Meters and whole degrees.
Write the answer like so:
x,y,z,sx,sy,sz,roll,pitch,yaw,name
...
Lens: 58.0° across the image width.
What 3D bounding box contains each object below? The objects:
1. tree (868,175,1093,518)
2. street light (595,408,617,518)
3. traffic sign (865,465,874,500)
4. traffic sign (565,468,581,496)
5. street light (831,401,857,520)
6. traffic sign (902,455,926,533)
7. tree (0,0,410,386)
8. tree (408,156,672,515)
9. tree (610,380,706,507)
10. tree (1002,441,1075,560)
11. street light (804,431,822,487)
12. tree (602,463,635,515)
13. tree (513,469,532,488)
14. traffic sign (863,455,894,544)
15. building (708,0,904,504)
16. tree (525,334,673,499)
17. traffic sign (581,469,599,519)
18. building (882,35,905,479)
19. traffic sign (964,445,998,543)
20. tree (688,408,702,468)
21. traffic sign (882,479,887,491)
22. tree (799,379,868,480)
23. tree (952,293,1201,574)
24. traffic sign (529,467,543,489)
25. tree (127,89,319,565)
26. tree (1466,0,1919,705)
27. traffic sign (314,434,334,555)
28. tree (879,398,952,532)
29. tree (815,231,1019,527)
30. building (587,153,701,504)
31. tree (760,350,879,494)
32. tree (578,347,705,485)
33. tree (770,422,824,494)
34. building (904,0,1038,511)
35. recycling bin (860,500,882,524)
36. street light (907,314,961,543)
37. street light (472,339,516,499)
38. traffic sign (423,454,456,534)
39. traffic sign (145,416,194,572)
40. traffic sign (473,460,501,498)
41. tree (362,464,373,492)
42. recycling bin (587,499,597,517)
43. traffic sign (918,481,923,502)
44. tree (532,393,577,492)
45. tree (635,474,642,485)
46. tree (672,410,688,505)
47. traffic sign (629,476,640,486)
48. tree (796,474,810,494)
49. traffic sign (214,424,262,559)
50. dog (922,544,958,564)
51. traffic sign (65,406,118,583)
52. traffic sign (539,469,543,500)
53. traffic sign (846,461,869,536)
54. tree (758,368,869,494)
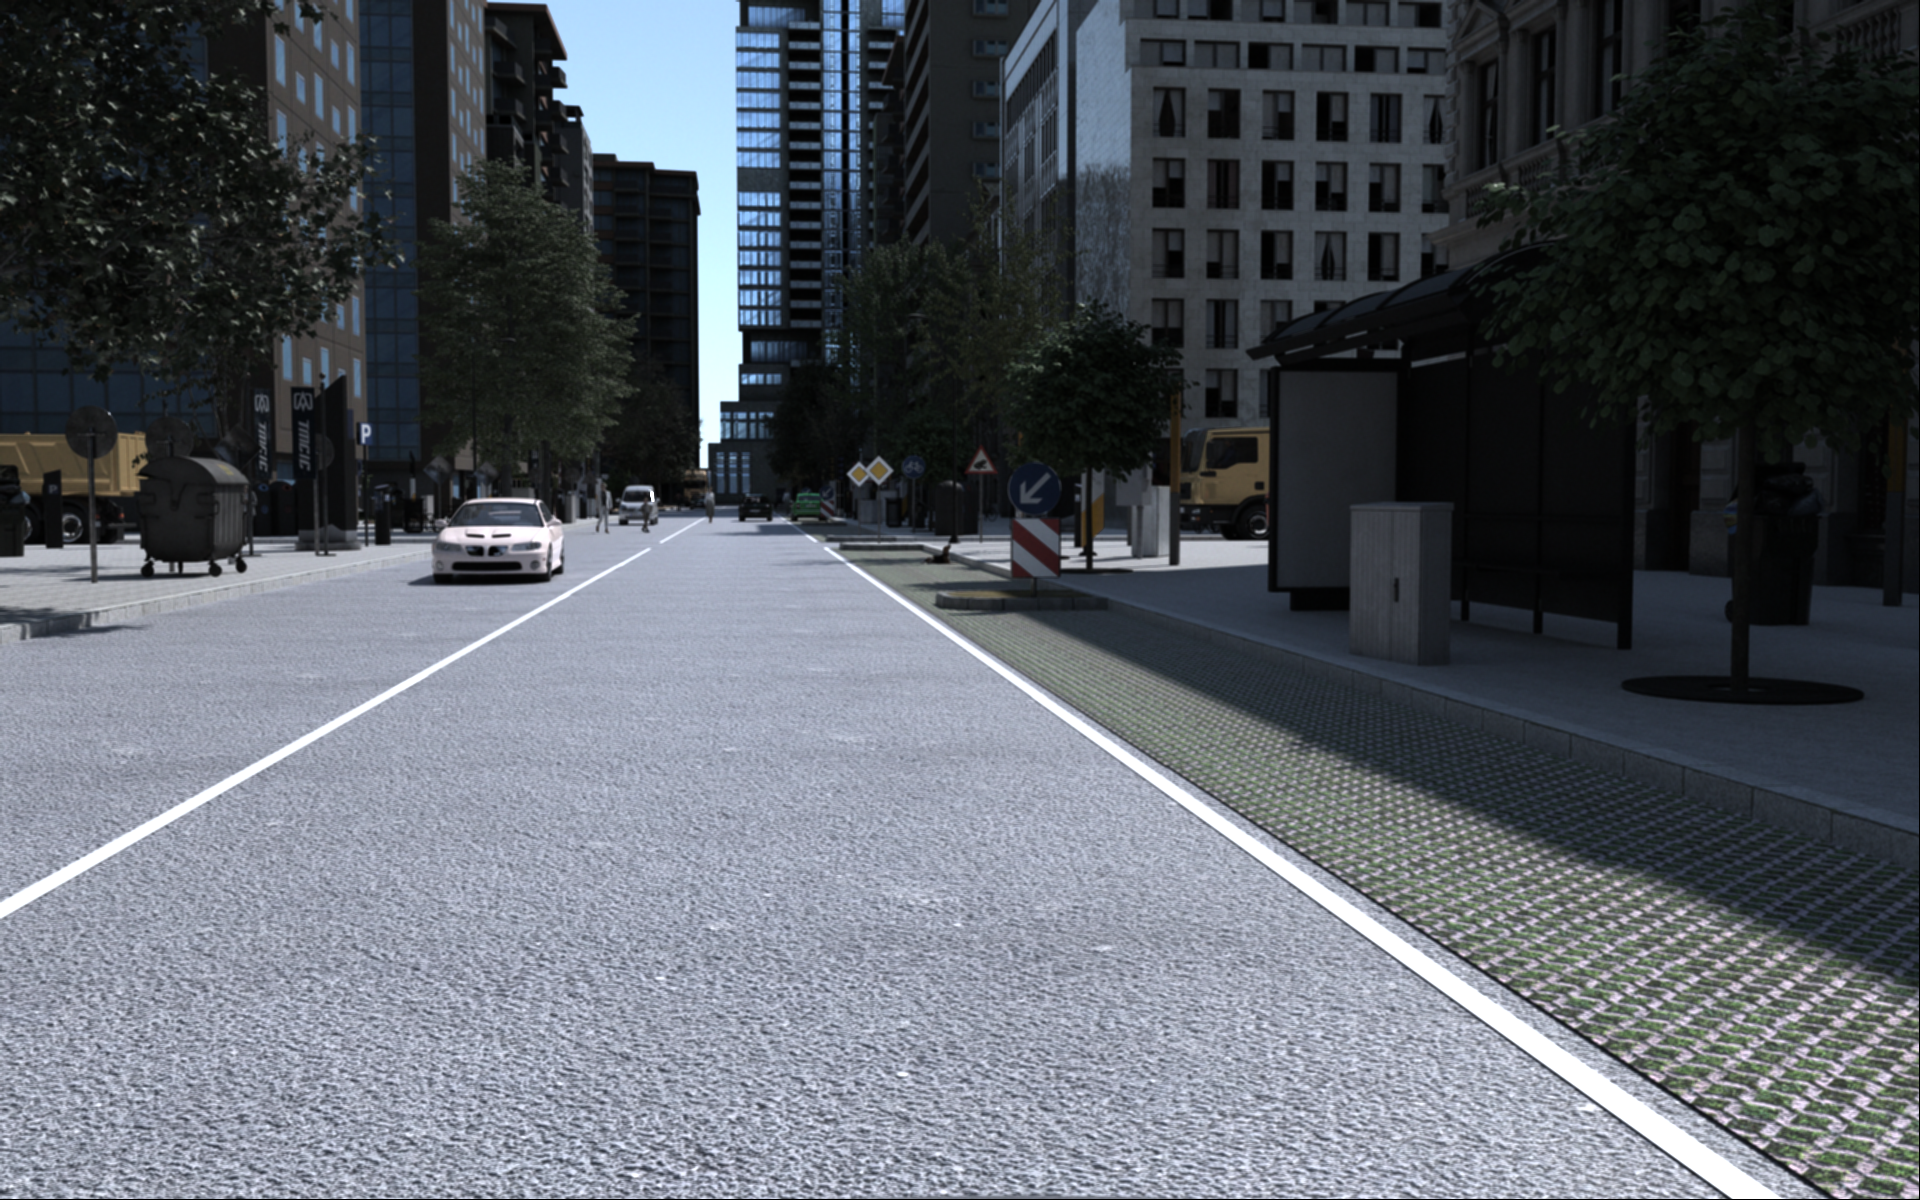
x,y,z,sx,sy,sz,roll,pitch,yaw,name
1.193,-5.454,39.531,4.737,8.622,4.395,0,3,0,tree
-18.927,-7.373,93.092,1.470,5.913,1.316,0,4,-7,street light
-4.161,-4.721,77.184,0.884,2.594,0.081,0,4,-5,traffic sign
-18.756,-5.123,83.872,0.768,2.556,0.104,0,4,-5,traffic sign
-5.714,-6.943,86.067,1.470,5.913,1.316,0,4,-7,street light
-1.510,-3.461,56.698,0.768,2.556,0.104,0,4,-4,traffic sign
-11.319,-6.197,18.328,9.611,12.733,9.660,0,3,0,tree
-15.125,-8.604,58.798,7.486,12.596,7.792,0,3,0,tree
-30.413,-15.719,174.010,9.611,12.733,9.660,0,3,0,tree
1.547,-2.428,34.298,1.663,3.219,1.824,0,3,0,tree
-10.711,-9.439,126.871,1.470,5.913,1.316,0,4,-7,street light
-21.878,-6.990,108.894,1.663,3.219,1.824,0,3,0,tree
-29.327,-7.342,114.646,1.663,3.219,1.824,0,3,0,tree
-2.099,-2.518,44.816,0.795,2.450,0.064,0,4,-7,traffic sign
-17.625,-55.997,228.214,31.000,86.520,22.319,0,4,-7,building
-21.049,-10.113,99.755,8.767,10.594,7.601,-3,5,-39,tree
-19.197,-5.496,89.867,0.884,2.594,0.081,0,4,-4,traffic sign
3.975,-31.322,166.745,22.147,44.769,28.867,0,4,-7,building
0.551,-2.779,45.436,0.884,2.594,0.081,0,4,-4,traffic sign
-33.918,-17.372,202.164,7.486,12.596,7.792,0,3,0,tree
-4.066,-5.648,92.449,0.768,2.556,0.104,0,4,1,traffic sign
-8.253,-10.080,115.165,4.360,8.622,3.978,0,3,0,tree
2.220,-2.735,28.432,4.285,4.588,4.351,0,3,0,tree
-20.154,-5.037,82.467,0.768,2.556,0.104,0,4,-2,traffic sign
-13.457,-4.962,31.483,4.360,8.622,3.978,0,3,0,tree
5.097,-1.670,11.022,4.285,4.588,4.351,0,3,0,tree
-13.591,-2.229,36.543,0.768,2.556,0.104,0,4,-1,traffic sign
-0.942,-4.610,59.090,4.285,4.588,4.351,0,3,0,tree
-1.719,-8.666,67.448,9.928,11.665,9.643,0,3,0,tree
-48.320,-34.898,225.206,28.867,44.769,22.147,0,4,-7,building
-11.313,-13.533,138.279,9.611,12.733,9.660,0,3,0,tree
-26.200,-14.232,143.071,12.009,13.543,11.850,0,3,0,tree
-17.496,-16.860,193.794,7.486,12.596,7.792,0,3,0,tree
7.044,-31.652,141.211,21.300,48.544,21.600,0,4,-7,building
-3.863,-3.817,74.962,0.722,1.027,0.722,3,4,38,recycling bin
-0.681,-4.428,44.940,1.470,5.913,1.316,0,4,-7,street light
-13.974,-4.850,51.835,1.470,5.913,1.316,0,4,-7,street light
-13.064,-2.438,43.497,0.795,2.450,0.064,0,4,-7,traffic sign
-12.961,-1.731,28.410,0.768,2.556,0.104,0,4,-5,traffic sign
-14.036,-2.922,51.423,0.795,2.450,0.064,0,4,-7,traffic sign
-32.084,-5.989,92.514,1.663,3.219,1.824,0,3,0,tree
-20.672,-5.161,96.931,0.722,1.027,0.722,-3,5,-44,recycling bin
-1.716,-4.732,77.469,0.768,2.556,0.104,0,4,-5,traffic sign
-28.189,-10.378,120.050,4.737,8.622,4.395,0,3,0,tree
-24.692,-8.203,128.728,1.663,3.219,1.824,0,3,0,tree
-16.471,-9.316,70.442,7.486,12.596,7.792,0,3,0,tree
-22.538,-7.323,119.832,0.768,2.556,0.104,0,4,-5,traffic sign
-18.744,-15.499,203.765,4.737,8.622,4.395,0,3,0,tree
-11.863,-1.669,28.480,0.795,2.450,0.064,0,4,0,traffic sign
-0.435,-0.936,35.491,0.748,0.427,0.550,3,5,43,dog
-12.516,-1.521,24.967,0.768,2.556,0.104,0,4,3,traffic sign
-20.733,-5.225,85.533,0.768,2.556,0.104,0,4,-2,traffic sign
-3.071,-3.003,52.742,0.795,2.450,0.064,0,4,-7,traffic sign
-13.641,-15.339,161.157,12.009,13.543,11.850,0,3,0,tree
